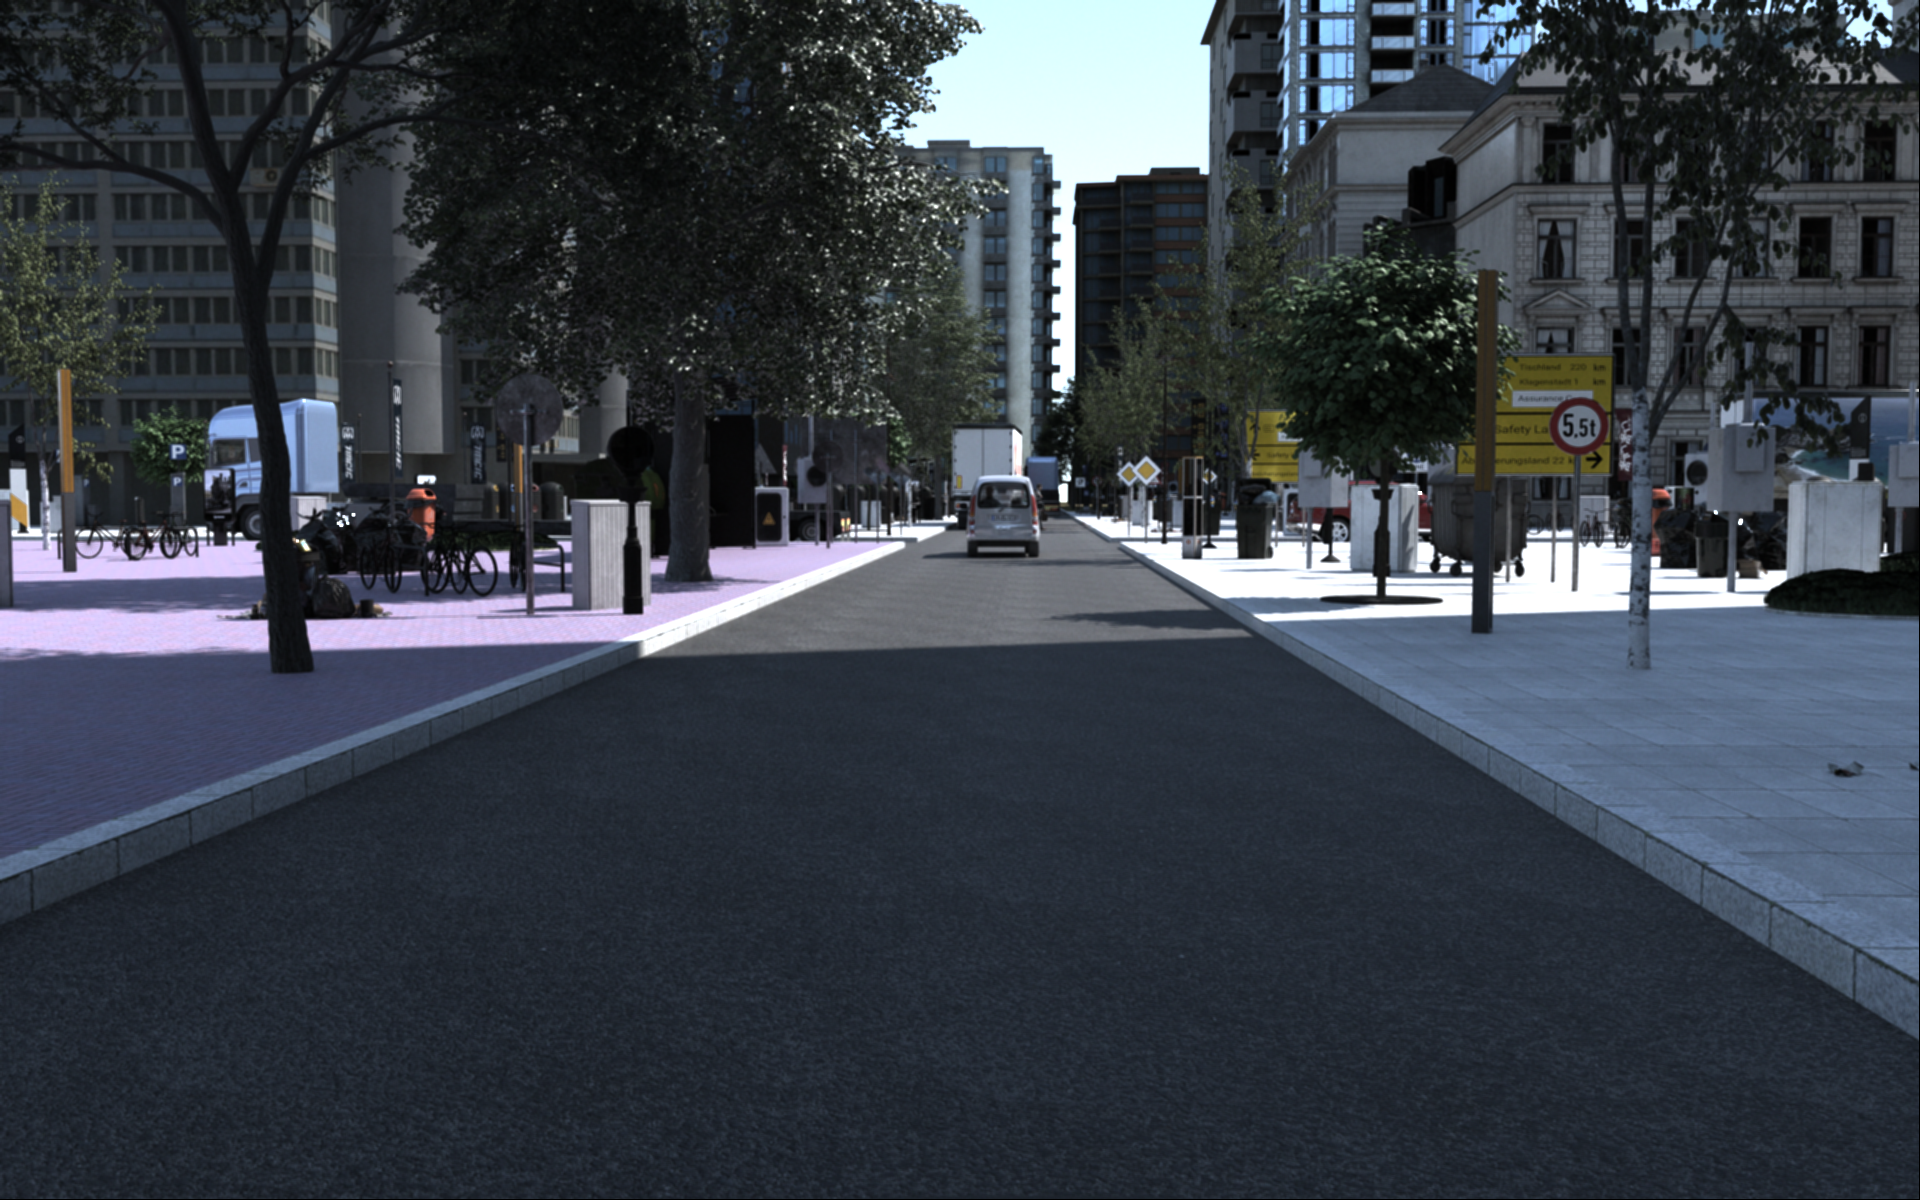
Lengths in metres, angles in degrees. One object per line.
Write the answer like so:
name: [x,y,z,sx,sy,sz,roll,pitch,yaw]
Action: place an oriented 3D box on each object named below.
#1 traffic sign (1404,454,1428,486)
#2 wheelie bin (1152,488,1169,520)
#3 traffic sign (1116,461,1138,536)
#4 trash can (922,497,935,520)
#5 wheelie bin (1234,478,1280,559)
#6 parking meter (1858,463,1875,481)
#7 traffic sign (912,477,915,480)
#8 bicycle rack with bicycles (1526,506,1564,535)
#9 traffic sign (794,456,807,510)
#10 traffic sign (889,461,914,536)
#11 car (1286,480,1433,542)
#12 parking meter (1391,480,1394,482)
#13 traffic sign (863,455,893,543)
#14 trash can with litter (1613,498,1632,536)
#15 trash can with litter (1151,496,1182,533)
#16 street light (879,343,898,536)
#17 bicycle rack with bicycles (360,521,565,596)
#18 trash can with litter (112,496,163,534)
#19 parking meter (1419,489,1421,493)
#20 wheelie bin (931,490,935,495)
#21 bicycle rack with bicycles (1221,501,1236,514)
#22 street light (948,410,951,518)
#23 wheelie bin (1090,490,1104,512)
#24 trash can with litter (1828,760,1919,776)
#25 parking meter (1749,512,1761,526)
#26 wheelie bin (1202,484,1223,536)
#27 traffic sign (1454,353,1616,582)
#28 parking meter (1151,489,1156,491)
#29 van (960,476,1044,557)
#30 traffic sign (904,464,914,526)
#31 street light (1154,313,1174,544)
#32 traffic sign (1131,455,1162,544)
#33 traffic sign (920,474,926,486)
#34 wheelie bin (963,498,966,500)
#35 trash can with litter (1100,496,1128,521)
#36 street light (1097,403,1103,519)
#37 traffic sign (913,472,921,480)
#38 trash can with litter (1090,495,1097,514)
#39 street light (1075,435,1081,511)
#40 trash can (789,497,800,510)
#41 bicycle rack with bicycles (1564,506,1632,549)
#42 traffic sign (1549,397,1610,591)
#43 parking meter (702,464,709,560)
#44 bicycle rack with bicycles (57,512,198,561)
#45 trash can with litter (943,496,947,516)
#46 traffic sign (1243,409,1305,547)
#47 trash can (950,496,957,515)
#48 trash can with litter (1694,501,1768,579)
traffic sign: [8.817,-1.919,33.502,0.606,2.300,0.079,1,4,11]
wheelie bin: [9.896,-4.730,85.238,0.693,1.594,0.980,2,4,35]
traffic sign: [5.137,-2.998,52.660,0.795,2.450,0.064,0,4,2]
trash can: [-1.524,-4.555,86.120,0.748,1.137,0.748,0,3,0]
wheelie bin: [5.873,-1.620,34.393,0.980,1.594,0.693,2,4,25]
parking meter: [17.005,-1.641,32.537,0.255,1.863,0.399,2,4,33]
traffic sign: [-2.681,-5.515,90.175,0.884,2.594,0.081,0,4,7]
bicycle rack with bicycles: [17.396,-2.578,55.527,2.852,0.926,2.925,-3,5,-43]
traffic sign: [-5.024,-3.433,56.232,0.768,2.556,0.104,0,4,7]
traffic sign: [-1.800,-3.017,52.971,0.795,2.450,0.064,0,4,2]
car: [11.660,-2.380,47.590,5.304,1.827,2.281,0,4,0]
parking meter: [15.135,-3.395,61.220,0.399,1.863,0.255,2,4,34]
traffic sign: [-2.135,-2.529,44.993,0.795,2.450,0.064,0,4,2]
trash can with litter: [20.455,-2.525,52.670,1.055,1.170,0.624,-1,4,-22]
trash can with litter: [7.292,-2.881,58.166,2.233,1.210,1.678,-1,4,-21]
street light: [-2.191,-4.925,53.311,0.468,5.910,1.993,0,4,2]
bicycle rack with bicycles: [-6.453,-0.575,22.787,2.852,0.926,2.925,-2,4,-30]
trash can with litter: [-26.922,-2.778,56.483,1.678,1.210,2.233,-1,4,-16]
parking meter: [19.738,-4.064,74.857,0.372,1.533,0.369,0,3,0]
wheelie bin: [-2.035,-6.849,119.890,0.693,1.594,0.980,-1,4,-12]
bicycle rack with bicycles: [17.900,-5.789,108.031,2.852,0.926,2.925,-1,4,-19]
street light: [-0.585,-7.342,92.823,0.468,5.910,1.993,0,4,2]
wheelie bin: [9.683,-7.007,122.471,0.980,1.594,0.693,-1,4,-9]
trash can with litter: [4.973,0.226,7.355,2.233,1.210,1.678,3,5,43]
parking meter: [19.030,-2.012,41.300,0.372,1.533,0.369,0,3,0]
wheelie bin: [7.725,-2.805,53.769,0.693,1.594,0.980,-2,4,-24]
traffic sign: [8.296,-1.909,25.079,2.265,3.308,0.079,0,4,3]
parking meter: [12.901,-6.706,115.360,0.399,1.863,0.255,0,4,-5]
van: [0.992,-2.064,40.754,2.013,2.044,4.112,0,4,0]
traffic sign: [-2.241,-4.311,70.598,0.768,2.556,0.104,0,4,4]
street light: [5.242,-4.372,44.263,0.468,5.910,1.993,0,4,2]
traffic sign: [4.802,-2.510,44.682,0.795,2.450,0.064,0,4,2]
traffic sign: [-2.467,-6.645,108.759,0.768,2.556,0.104,0,4,5]
wheelie bin: [0.468,-7.145,124.736,0.693,1.594,0.980,0,4,5]
trash can with litter: [7.752,-4.357,82.294,1.678,1.210,2.233,1,4,12]
street light: [7.041,-7.032,87.759,0.468,5.910,1.993,0,4,2]
traffic sign: [-2.584,-6.050,99.023,0.768,2.556,0.104,1,4,12]
trash can with litter: [8.802,-6.010,109.316,1.678,1.210,2.233,1,4,11]
street light: [8.672,-9.432,126.997,0.468,5.910,1.993,0,4,2]
trash can: [-8.543,-4.634,87.425,0.748,1.137,0.748,0,3,0]
bicycle rack with bicycles: [16.272,-1.710,41.335,2.852,0.926,2.925,0,4,8]
traffic sign: [8.109,-1.386,22.764,0.768,2.556,0.104,0,4,7]
parking meter: [-5.126,-1.720,33.829,0.399,1.863,0.255,2,4,29]
bicycle rack with bicycles: [-16.459,-1.308,34.768,2.852,0.926,2.925,1,4,20]
trash can with litter: [-1.302,-5.301,98.066,1.055,1.170,0.624,-1,4,-10]
traffic sign: [7.951,-2.921,41.626,2.265,3.308,0.079,0,4,6]
trash can: [-0.492,-5.681,104.542,0.748,1.137,0.748,0,3,0]
trash can with litter: [11.848,-0.931,26.610,1.055,1.170,0.624,2,4,32]
